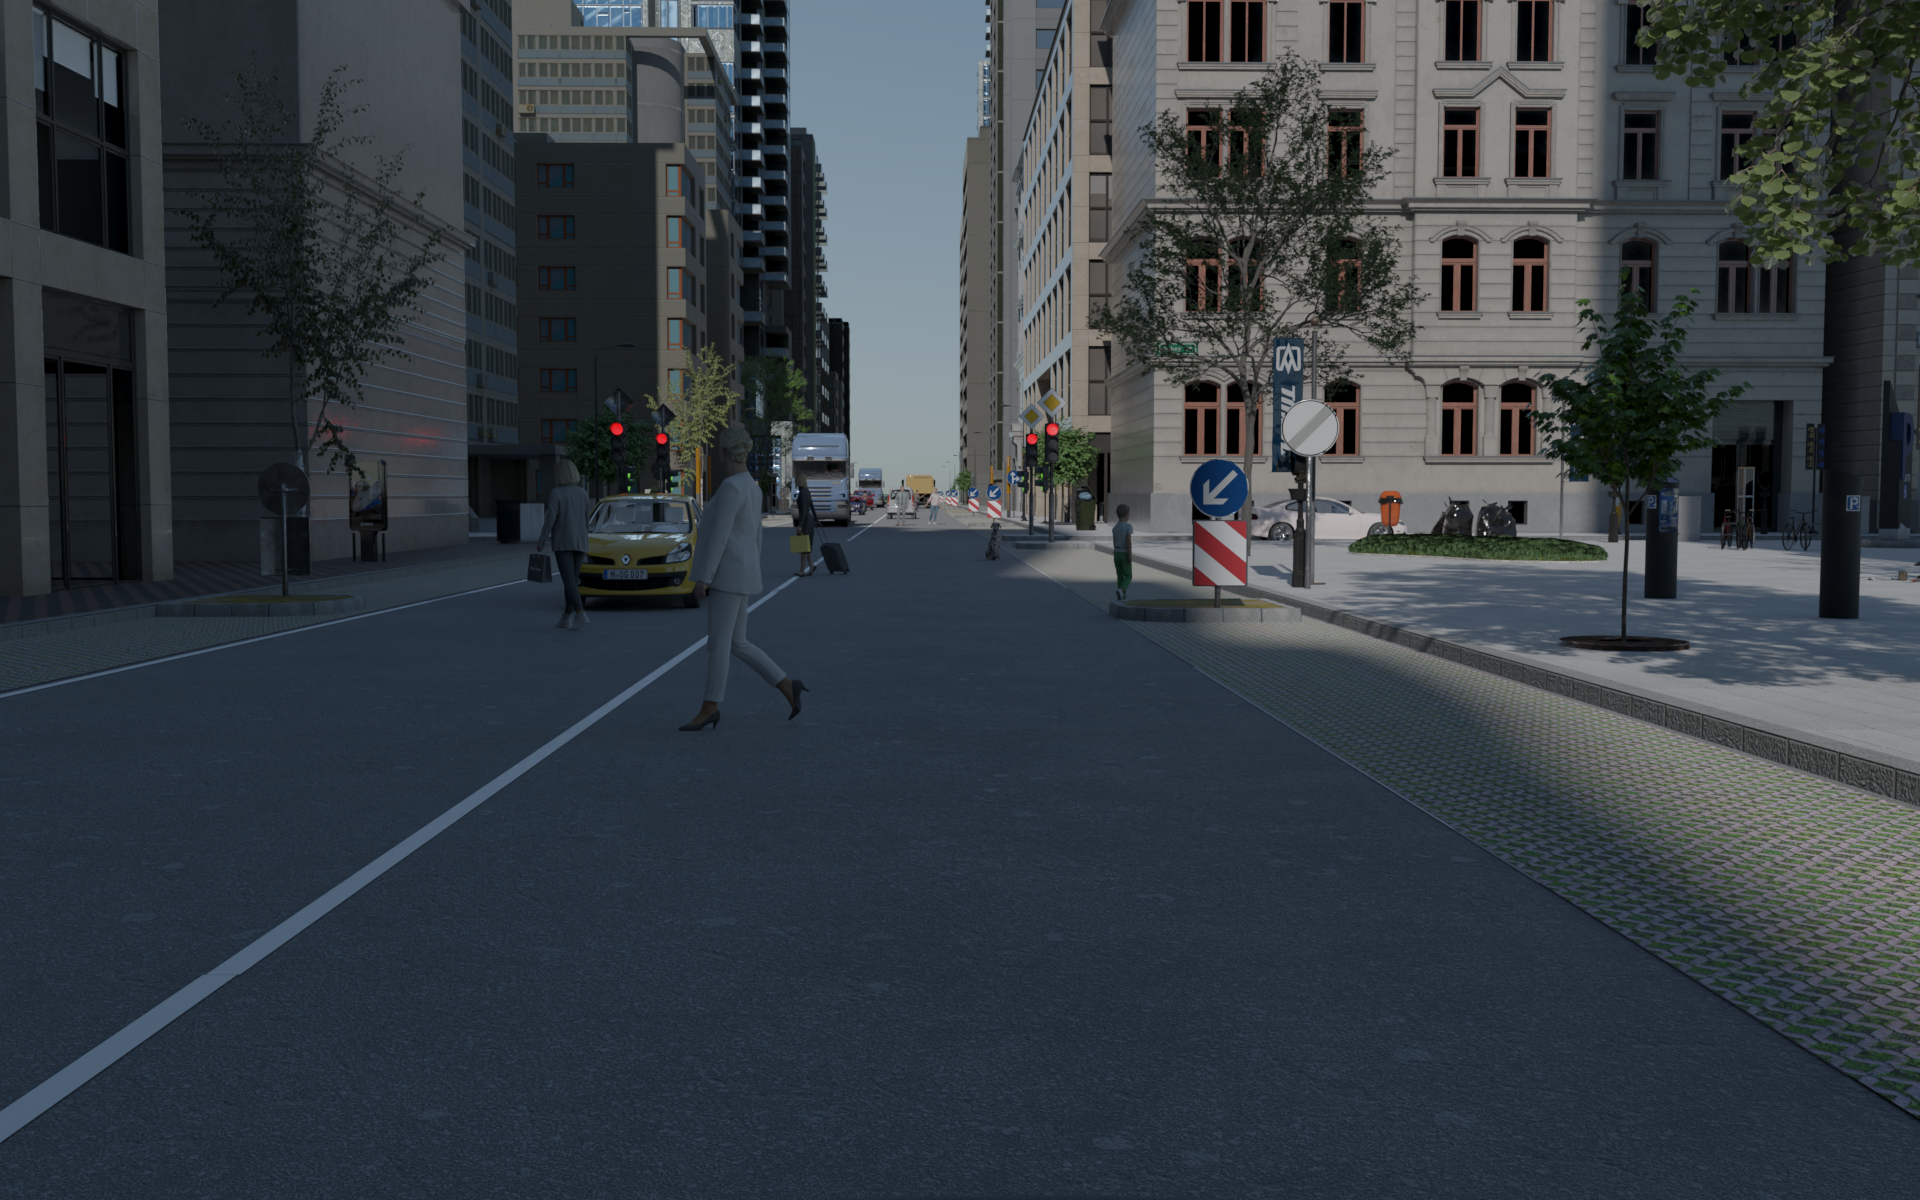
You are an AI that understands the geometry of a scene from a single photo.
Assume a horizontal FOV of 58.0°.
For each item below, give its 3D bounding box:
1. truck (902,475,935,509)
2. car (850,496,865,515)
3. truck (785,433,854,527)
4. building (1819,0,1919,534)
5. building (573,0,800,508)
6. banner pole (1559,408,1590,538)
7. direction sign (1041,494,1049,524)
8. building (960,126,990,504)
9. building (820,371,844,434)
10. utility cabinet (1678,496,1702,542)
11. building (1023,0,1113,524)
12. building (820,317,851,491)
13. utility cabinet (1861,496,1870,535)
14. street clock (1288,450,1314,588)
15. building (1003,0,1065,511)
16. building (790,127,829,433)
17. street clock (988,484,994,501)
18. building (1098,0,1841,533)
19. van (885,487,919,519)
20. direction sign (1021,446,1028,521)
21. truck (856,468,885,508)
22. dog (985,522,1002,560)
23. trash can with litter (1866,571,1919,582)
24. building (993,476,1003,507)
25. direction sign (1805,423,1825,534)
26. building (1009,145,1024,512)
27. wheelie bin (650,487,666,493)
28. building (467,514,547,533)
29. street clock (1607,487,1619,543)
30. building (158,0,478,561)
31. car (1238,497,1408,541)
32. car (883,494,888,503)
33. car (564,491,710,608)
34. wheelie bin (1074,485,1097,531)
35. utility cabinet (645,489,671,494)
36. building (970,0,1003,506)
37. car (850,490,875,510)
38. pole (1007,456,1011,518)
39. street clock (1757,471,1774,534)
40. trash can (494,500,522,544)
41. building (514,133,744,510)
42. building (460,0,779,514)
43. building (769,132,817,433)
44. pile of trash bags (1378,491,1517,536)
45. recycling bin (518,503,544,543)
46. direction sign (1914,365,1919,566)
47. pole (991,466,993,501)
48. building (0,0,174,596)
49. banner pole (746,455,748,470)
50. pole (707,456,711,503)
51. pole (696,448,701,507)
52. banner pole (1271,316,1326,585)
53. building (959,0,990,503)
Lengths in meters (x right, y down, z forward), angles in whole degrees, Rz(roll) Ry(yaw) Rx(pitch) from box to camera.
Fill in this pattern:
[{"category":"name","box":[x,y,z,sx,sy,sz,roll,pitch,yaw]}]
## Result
[{"category":"truck","box":[-4.073,-10.852,173.349,3.469,3.379,9.791,0,4,-3]},{"category":"car","box":[-7.402,-6.445,117.954,1.945,1.354,3.894,0,4,0]},{"category":"truck","box":[-6.475,-5.684,82.692,2.967,4.110,18.799,0,4,-3]},{"category":"building","box":[41.556,-16.132,61.021,25.104,27.353,12.463,0,4,-1]},{"category":"building","box":[-26.413,-52.224,166.531,22.319,86.520,31.000,0,4,-1]},{"category":"banner pole","box":[15.280,-3.255,43.232,0.863,3.779,0.401,1,4,21]},{"category":"direction sign","box":[3.670,-5.050,74.560,0.876,3.537,0.379,0,4,5]},{"category":"building","box":[11.268,-36.750,224.563,21.300,48.544,21.600,0,4,-1]},{"category":"building","box":[-31.660,-25.243,257.764,27.650,21.520,28.899,0,4,-1]},{"category":"utility cabinet","box":[19.571,-2.195,47.053,1.020,1.237,0.306,1,4,15]},{"category":"building","box":[13.997,-17.551,91.476,19.350,26.468,34.151,0,4,-1]},{"category":"building","box":[-24.969,-31.035,279.130,14.160,30.474,14.107,0,4,-1]},{"category":"utility cabinet","box":[28.706,-2.681,55.002,0.306,1.237,1.020,2,4,27]},{"category":"street clock","box":[4.671,-1.174,23.763,0.358,2.002,0.471,0,4,2]},{"category":"building","box":[14.097,-36.877,144.943,21.231,58.520,28.212,0,4,-1]},{"category":"building","box":[-28.801,-37.172,227.365,23.786,49.044,30.456,0,4,-1]},{"category":"street clock","box":[2.190,-7.103,120.696,0.471,2.002,0.358,0,4,1]},{"category":"building","box":[17.187,-16.809,62.211,23.554,28.519,14.401,0,4,-1]},{"category":"van","box":[-3.355,-5.670,99.715,2.013,2.044,4.112,0,4,0]},{"category":"direction sign","box":[3.071,-5.522,82.277,0.379,3.537,0.876,-1,4,-11]},{"category":"truck","box":[-9.442,-12.020,186.290,2.967,4.110,18.799,0,4,-1]},{"category":"dog","box":[0.630,-1.269,37.578,0.800,0.831,0.513,-2,4,-34]},{"category":"trash can with litter","box":[14.496,-0.867,25.231,2.233,1.210,1.678,3,5,43]},{"category":"building","box":[19.383,-29.347,171.698,32.217,40.220,23.993,0,4,-1]},{"category":"direction sign","box":[27.464,-3.895,55.673,0.876,3.537,0.379,-2,4,-27]},{"category":"building","box":[10.684,-20.366,118.880,13.634,28.700,20.117,0,4,-1]},{"category":"wheelie bin","box":[-13.888,-4.374,79.426,0.980,1.594,0.693,1,4,19]},{"category":"building","box":[-30.398,-22.797,64.614,32.217,40.220,23.993,0,4,-1]},{"category":"street clock","box":[17.271,-2.518,45.735,0.471,2.002,0.358,-2,4,-34]},{"category":"building","box":[-24.079,-11.998,37.965,24.055,21.916,13.314,0,4,-1]},{"category":"car","box":[10.365,-2.277,49.593,4.827,1.381,2.083,0,4,-1]},{"category":"car","box":[-10.112,-13.453,228.759,1.959,1.807,4.718,0,4,-3]},{"category":"car","box":[-4.160,-0.778,22.949,2.015,1.641,3.980,0,4,-3]},{"category":"wheelie bin","box":[4.400,-3.239,60.870,0.693,1.594,0.980,-1,4,-20]},{"category":"utility cabinet","box":[-14.126,-4.424,81.019,1.173,1.500,0.318,1,4,17]},{"category":"building","box":[11.755,-46.152,192.836,20.563,71.187,20.611,0,4,-1]},{"category":"car","box":[-8.712,-8.918,154.484,2.281,1.827,5.304,0,4,-3]},{"category":"pole","box":[2.648,-6.123,93.948,0.158,3.312,0.155,0,3,0]},{"category":"street clock","box":[25.558,-3.085,55.010,0.471,2.002,0.358,1,4,19]},{"category":"trash can","box":[-11.714,-2.035,44.927,0.748,1.137,0.748,0,3,0]},{"category":"building","box":[-27.732,-15.572,99.645,27.650,21.520,28.899,0,4,-1]},{"category":"building","box":[-31.364,-27.397,139.815,32.217,40.220,23.993,0,4,-1]},{"category":"building","box":[-23.268,-31.032,190.963,14.154,41.232,14.086,0,4,-1]},{"category":"pile of trash bags","box":[12.408,-2.103,44.129,3.447,1.369,1.912,1,4,15]},{"category":"recycling bin","box":[-11.539,-2.061,46.249,0.722,1.027,0.722,-2,4,-27]},{"category":"direction sign","box":[17.209,-2.370,30.741,0.876,3.537,0.379,-2,4,-33]},{"category":"pole","box":[2.326,-8.075,125.871,0.158,3.312,0.155,0,3,0]},{"category":"building","box":[-21.014,-12.450,8.080,19.350,26.468,34.151,0,4,-1]},{"category":"banner pole","box":[-13.662,-7.394,110.905,0.401,3.779,0.863,-1,4,-14]},{"category":"pole","box":[-13.431,-6.050,92.762,0.158,3.312,0.155,0,3,0]},{"category":"pole","box":[-11.519,-5.044,76.319,0.158,3.312,0.155,0,3,0]},{"category":"banner pole","box":[4.776,-2.107,24.466,0.863,3.779,0.401,-1,4,-13]},{"category":"building","box":[11.398,-57.325,249.927,22.319,86.520,31.000,0,4,-1]}]
